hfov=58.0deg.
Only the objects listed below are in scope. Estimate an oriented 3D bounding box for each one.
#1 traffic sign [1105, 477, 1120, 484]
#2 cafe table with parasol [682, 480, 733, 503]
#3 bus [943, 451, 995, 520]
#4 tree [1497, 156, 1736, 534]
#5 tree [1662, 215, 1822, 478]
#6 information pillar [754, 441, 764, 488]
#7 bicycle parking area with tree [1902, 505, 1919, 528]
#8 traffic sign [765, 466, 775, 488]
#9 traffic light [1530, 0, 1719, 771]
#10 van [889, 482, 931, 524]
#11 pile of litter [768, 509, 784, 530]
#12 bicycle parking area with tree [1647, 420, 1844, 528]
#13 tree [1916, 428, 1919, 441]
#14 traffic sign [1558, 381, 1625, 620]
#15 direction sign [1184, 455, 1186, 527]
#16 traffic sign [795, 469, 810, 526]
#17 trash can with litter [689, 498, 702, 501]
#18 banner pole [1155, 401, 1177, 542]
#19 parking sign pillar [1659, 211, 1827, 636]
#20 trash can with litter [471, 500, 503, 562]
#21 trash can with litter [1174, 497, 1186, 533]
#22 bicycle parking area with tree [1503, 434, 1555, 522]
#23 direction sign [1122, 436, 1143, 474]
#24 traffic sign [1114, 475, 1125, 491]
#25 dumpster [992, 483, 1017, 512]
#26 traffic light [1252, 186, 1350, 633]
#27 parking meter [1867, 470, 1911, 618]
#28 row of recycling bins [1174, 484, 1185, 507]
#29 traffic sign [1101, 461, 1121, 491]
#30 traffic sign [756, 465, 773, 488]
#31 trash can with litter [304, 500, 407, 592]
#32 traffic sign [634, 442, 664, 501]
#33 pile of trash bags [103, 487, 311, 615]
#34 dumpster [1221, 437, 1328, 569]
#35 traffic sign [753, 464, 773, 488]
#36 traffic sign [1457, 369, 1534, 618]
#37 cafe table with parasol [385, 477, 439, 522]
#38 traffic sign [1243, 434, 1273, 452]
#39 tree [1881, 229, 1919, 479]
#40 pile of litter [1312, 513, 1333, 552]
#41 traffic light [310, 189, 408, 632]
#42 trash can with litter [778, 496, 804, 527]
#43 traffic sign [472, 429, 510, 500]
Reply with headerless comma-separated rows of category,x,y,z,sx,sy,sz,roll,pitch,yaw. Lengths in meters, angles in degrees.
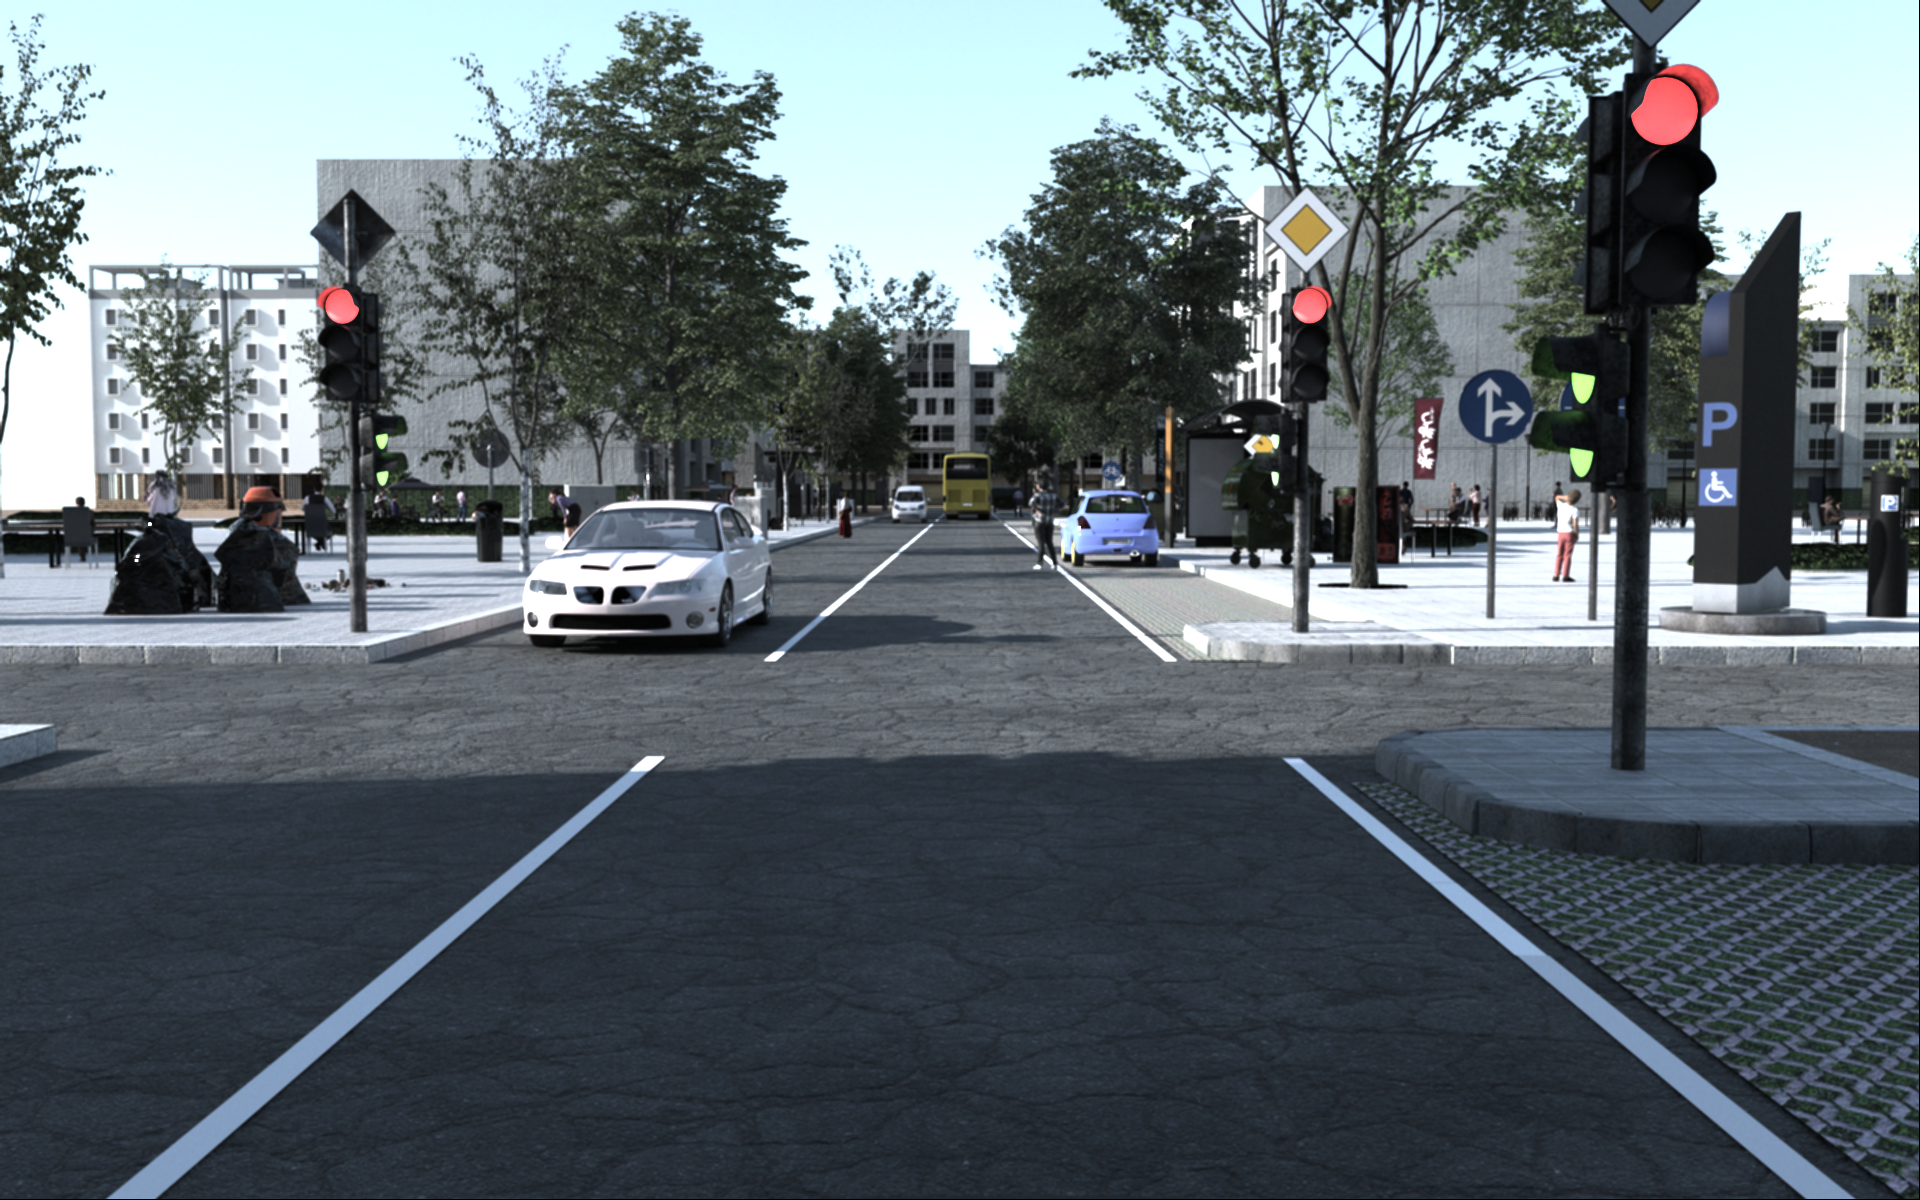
traffic sign,7.750,-5.392,88.258,0.768,2.556,0.104,0,4,1
cafe table with parasol,-12.244,-4.860,84.328,2.610,1.966,2.610,0,3,0
bus,0.510,-6.523,98.190,2.896,3.916,12.252,0,4,1
tree,20.850,-8.379,55.116,7.486,12.596,7.792,0,3,0
tree,21.337,-5.875,46.421,4.737,8.622,4.395,0,3,0
information pillar,-8.934,-5.235,76.943,0.183,3.616,0.504,3,5,41
bicycle parking area with tree,36.394,-4.383,58.659,9.016,4.147,8.231,-3,5,-40
traffic sign,-8.669,-4.751,77.782,0.768,2.556,0.104,0,4,1
traffic light,3.107,-1.166,7.989,0.839,4.253,0.868,0,4,0
van,-2.437,-4.781,85.182,2.013,2.044,4.112,0,4,0
pile of litter,-7.074,-2.929,61.860,1.719,0.858,1.176,0,4,-6
bicycle parking area with tree,31.015,-4.933,67.658,8.231,4.147,9.016,1,4,21
tree,29.567,-4.065,50.178,4.285,4.588,4.351,0,3,0
traffic sign,6.431,-1.066,17.534,0.768,2.556,0.104,0,4,8
direction sign,8.688,-4.564,66.624,0.379,3.537,0.876,0,4,2
traffic sign,-6.385,-4.166,70.238,0.606,2.300,0.079,0,4,4
trash can with litter,-6.510,-2.027,44.531,1.055,1.170,0.624,3,5,42
banner pole,5.507,-3.454,46.495,0.863,3.779,0.401,-3,5,-44
parking sign pillar,7.395,-1.700,16.272,1.447,3.967,1.447,-3,5,-45
trash can with litter,-9.036,-1.320,32.963,0.624,1.170,1.055,-1,4,-23
trash can with litter,6.888,-2.781,56.861,1.055,1.170,0.624,3,5,40
bicycle parking area with tree,29.845,-5.843,82.534,8.231,4.147,9.016,2,4,31
direction sign,6.699,-4.614,67.432,0.876,3.537,0.379,-1,4,-18
traffic sign,8.388,-5.454,91.298,0.606,2.300,0.079,0,4,5
dumpster,3.513,-7.963,135.143,1.985,2.255,1.502,0,4,-1
traffic light,3.144,-1.655,15.974,0.839,4.253,0.868,0,4,0
parking meter,9.697,-0.591,18.080,0.372,1.533,0.369,0,3,0
row of recycling bins,8.347,-3.790,69.076,1.069,1.692,3.534,1,4,13
traffic sign,5.854,-4.092,67.003,0.768,2.556,0.104,1,4,10
traffic sign,-8.596,-4.646,76.071,0.768,2.556,0.104,1,4,9
trash can with litter,-8.455,-0.771,23.656,1.678,1.210,2.233,0,4,-4
traffic sign,-6.173,-1.974,34.399,0.606,2.300,0.079,1,4,9
pile of trash bags,-8.470,-0.629,20.043,1.912,1.369,3.447,0,4,-7
dumpster,5.496,-1.718,30.585,1.502,2.255,1.985,0,4,0
traffic sign,-8.563,-4.607,75.330,0.884,2.594,0.081,0,4,6
traffic sign,5.480,-1.083,17.814,0.768,2.556,0.104,0,4,4
cafe table with parasol,-21.635,-3.884,68.362,2.610,1.966,2.610,2,4,33
traffic sign,5.856,-2.054,33.318,0.795,2.593,0.064,0,4,5
tree,21.761,-5.352,37.872,4.737,8.622,4.395,0,3,0
pile of litter,8.287,-1.515,38.742,1.176,0.858,1.719,-1,4,-11
traffic light,-5.577,-1.656,15.999,0.839,4.253,0.868,0,4,0
trash can with litter,-6.938,-3.533,68.827,1.678,1.210,2.233,0,4,1
traffic sign,-9.152,-2.061,33.808,0.768,2.556,0.104,0,4,4
